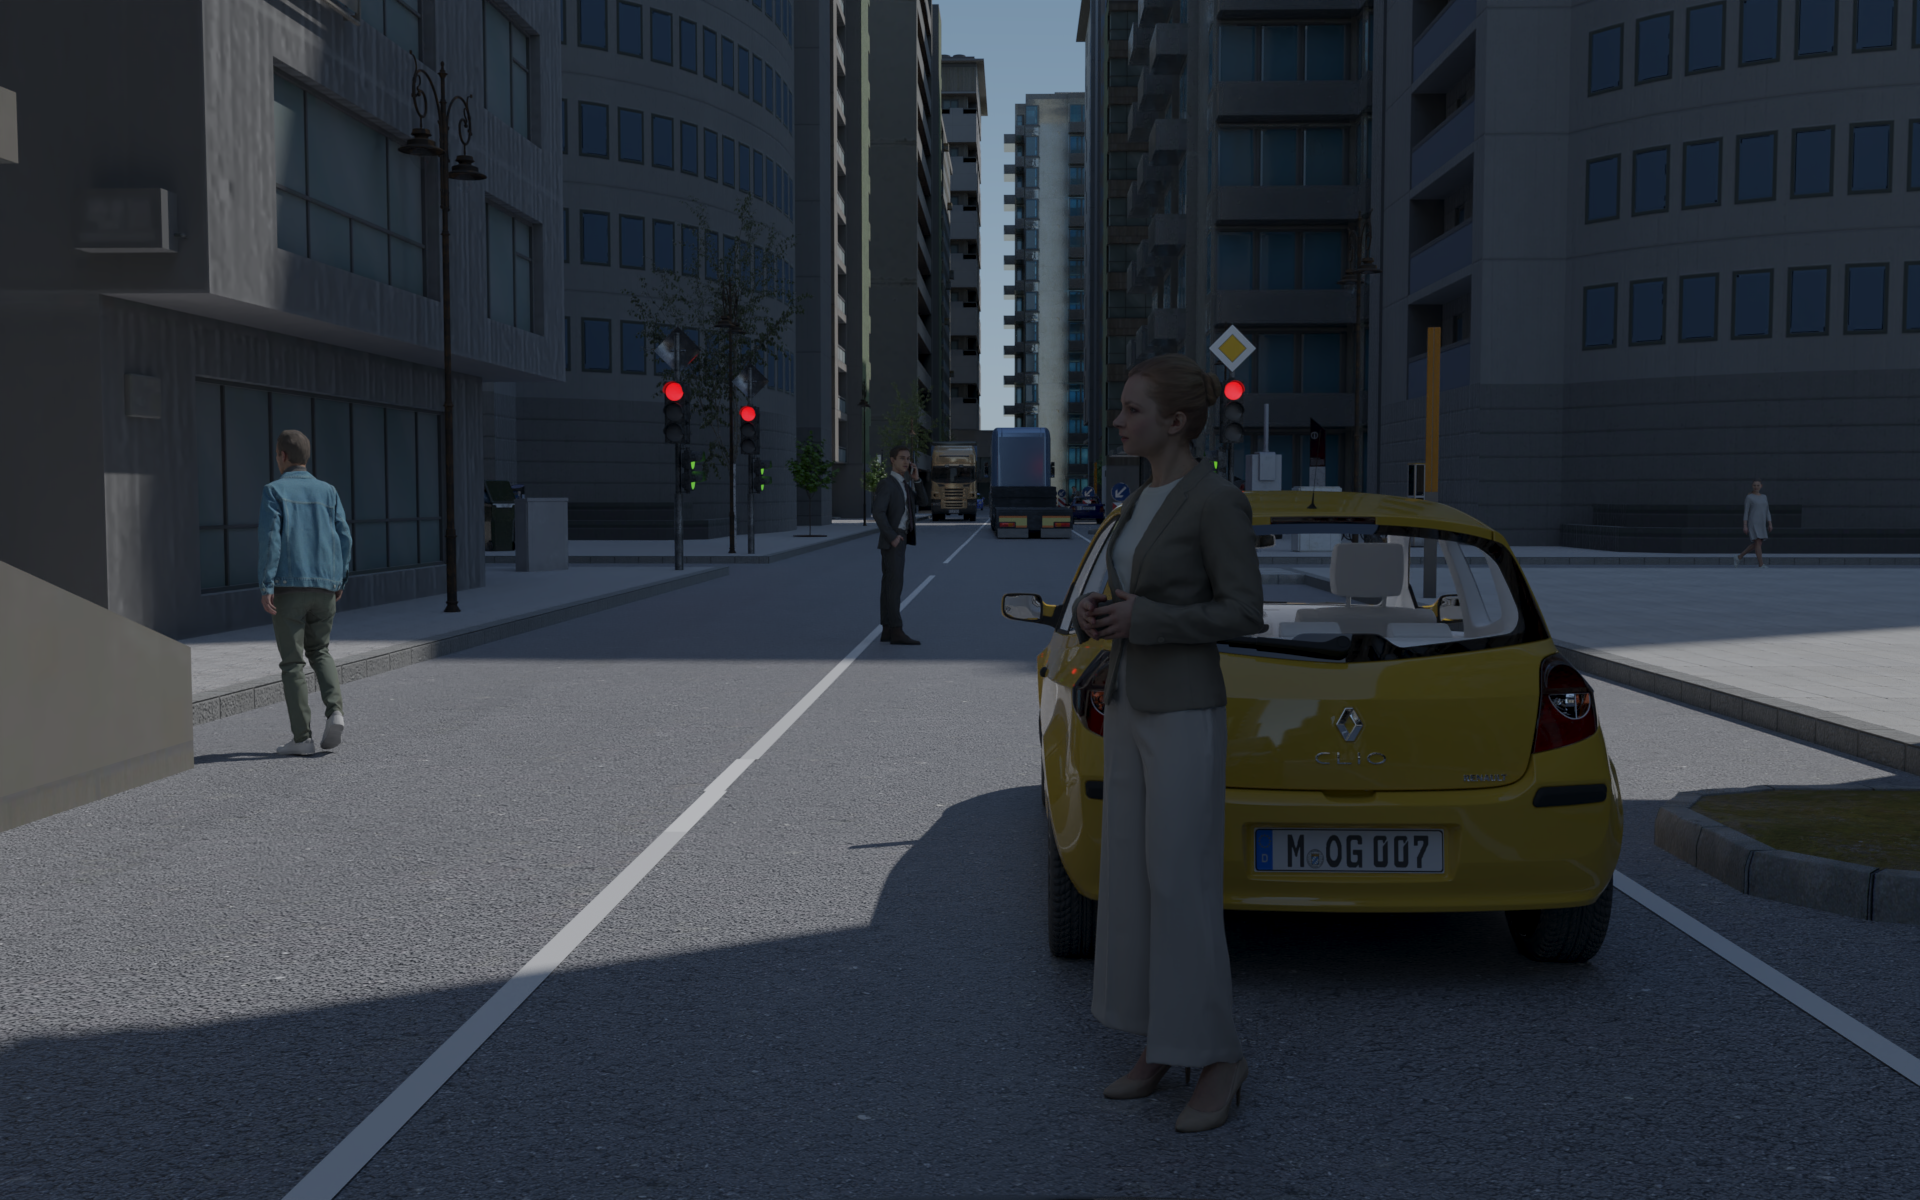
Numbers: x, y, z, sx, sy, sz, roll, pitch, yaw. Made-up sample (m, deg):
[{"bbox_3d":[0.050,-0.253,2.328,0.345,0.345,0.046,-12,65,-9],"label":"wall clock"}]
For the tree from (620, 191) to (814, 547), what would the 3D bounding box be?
[{"bbox_3d":[-5.696,-5.571,41.446,4.360,8.622,3.978,0,3,0],"label":"tree"}]

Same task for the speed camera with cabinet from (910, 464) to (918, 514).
[{"bbox_3d":[-3.536,-7.196,111.992,2.038,3.252,0.660,-1,4,-14],"label":"speed camera with cabinet"}]

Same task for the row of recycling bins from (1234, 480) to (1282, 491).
[{"bbox_3d":[8.346,-2.663,50.656,1.069,1.692,3.534,-1,4,-19],"label":"row of recycling bins"}]

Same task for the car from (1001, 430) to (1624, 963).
[{"bbox_3d":[1.161,0.212,6.751,2.015,1.641,3.980,0,4,2],"label":"car"}]

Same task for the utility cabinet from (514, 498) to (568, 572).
[{"bbox_3d":[-7.009,-1.092,29.009,0.306,1.237,1.020,2,4,28],"label":"utility cabinet"}]

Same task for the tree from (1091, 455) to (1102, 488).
[{"bbox_3d":[10.429,-8.069,115.640,4.285,4.588,4.351,0,3,0],"label":"tree"}]

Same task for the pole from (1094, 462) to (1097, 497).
[{"bbox_3d":[8.707,-7.189,111.383,0.158,3.312,0.155,0,3,0],"label":"pole"}]

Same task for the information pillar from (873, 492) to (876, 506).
[{"bbox_3d":[-4.380,-5.285,90.902,0.304,2.012,0.304,-1,4,-19],"label":"information pillar"}]

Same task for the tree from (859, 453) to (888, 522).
[{"bbox_3d":[-3.777,-5.269,80.744,1.663,3.219,1.824,0,3,0],"label":"tree"}]

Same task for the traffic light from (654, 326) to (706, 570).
[{"bbox_3d":[-4.718,-2.456,29.082,0.839,4.253,0.868,0,4,2],"label":"traffic light"}]

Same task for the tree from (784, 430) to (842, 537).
[{"bbox_3d":[-4.364,-3.504,51.886,1.663,3.219,1.824,0,3,0],"label":"tree"}]

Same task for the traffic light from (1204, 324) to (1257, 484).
[{"bbox_3d":[4.489,-2.440,28.807,0.839,4.253,0.868,0,4,2],"label":"traffic light"}]

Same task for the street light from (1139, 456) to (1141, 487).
[{"bbox_3d":[8.205,-6.487,78.845,0.468,5.910,1.993,0,4,2],"label":"street light"}]

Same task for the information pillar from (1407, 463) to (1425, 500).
[{"bbox_3d":[10.938,-2.266,41.549,0.304,2.012,0.304,-1,4,-22],"label":"information pillar"}]

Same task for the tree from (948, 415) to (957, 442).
[{"bbox_3d":[-1.814,-12.333,152.012,4.737,8.622,4.395,0,3,0],"label":"tree"}]

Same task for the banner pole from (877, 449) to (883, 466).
[{"bbox_3d":[-4.441,-6.518,96.584,0.401,3.779,0.863,-2,4,-28],"label":"banner pole"}]

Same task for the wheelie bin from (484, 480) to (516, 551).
[{"bbox_3d":[-10.442,-1.898,38.937,0.693,1.594,0.980,3,5,44],"label":"wheelie bin"}]

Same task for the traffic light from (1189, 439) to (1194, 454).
[{"bbox_3d":[4.743,-2.928,36.788,0.839,4.253,0.868,0,4,2],"label":"traffic light"}]

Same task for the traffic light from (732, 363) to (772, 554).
[{"bbox_3d":[-4.464,-2.945,37.064,0.839,4.253,0.868,0,4,2],"label":"traffic light"}]

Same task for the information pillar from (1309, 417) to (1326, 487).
[{"bbox_3d":[10.834,-3.743,52.556,0.504,3.616,0.183,2,4,23],"label":"information pillar"}]

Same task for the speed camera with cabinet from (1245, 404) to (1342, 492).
[{"bbox_3d":[7.379,-2.691,38.326,2.038,3.252,0.660,0,4,-7],"label":"speed camera with cabinet"}]

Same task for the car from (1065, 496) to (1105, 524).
[{"bbox_3d":[6.032,-4.321,83.232,1.945,1.354,3.894,0,4,1],"label":"car"}]

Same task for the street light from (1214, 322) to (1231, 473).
[{"bbox_3d":[7.122,-4.512,46.561,0.468,5.910,1.993,0,4,2],"label":"street light"}]

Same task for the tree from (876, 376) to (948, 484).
[{"bbox_3d":[-3.333,-9.681,108.649,4.737,8.622,4.395,0,3,0],"label":"tree"}]

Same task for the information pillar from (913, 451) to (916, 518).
[{"bbox_3d":[-2.514,-6.281,94.057,0.183,3.616,0.504,0,4,3],"label":"information pillar"}]

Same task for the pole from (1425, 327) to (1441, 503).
[{"bbox_3d":[5.805,-1.680,21.311,0.158,3.312,0.155,0,3,0],"label":"pole"}]

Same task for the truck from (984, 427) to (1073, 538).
[{"bbox_3d":[2.423,-4.545,64.064,2.967,4.110,18.799,0,4,0],"label":"truck"}]

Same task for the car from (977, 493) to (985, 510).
[{"bbox_3d":[1.209,-8.768,152.941,1.945,1.707,3.694,0,4,1],"label":"car"}]

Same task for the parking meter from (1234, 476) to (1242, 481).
[{"bbox_3d":[9.009,-3.117,56.675,0.255,1.863,0.399,3,5,45],"label":"parking meter"}]

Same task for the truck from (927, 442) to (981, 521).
[{"bbox_3d":[-0.314,-6.467,94.649,2.839,4.237,11.283,0,3,0],"label":"truck"}]

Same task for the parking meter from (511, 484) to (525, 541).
[{"bbox_3d":[-11.073,-2.136,43.327,0.372,1.533,0.369,0,3,0],"label":"parking meter"}]
